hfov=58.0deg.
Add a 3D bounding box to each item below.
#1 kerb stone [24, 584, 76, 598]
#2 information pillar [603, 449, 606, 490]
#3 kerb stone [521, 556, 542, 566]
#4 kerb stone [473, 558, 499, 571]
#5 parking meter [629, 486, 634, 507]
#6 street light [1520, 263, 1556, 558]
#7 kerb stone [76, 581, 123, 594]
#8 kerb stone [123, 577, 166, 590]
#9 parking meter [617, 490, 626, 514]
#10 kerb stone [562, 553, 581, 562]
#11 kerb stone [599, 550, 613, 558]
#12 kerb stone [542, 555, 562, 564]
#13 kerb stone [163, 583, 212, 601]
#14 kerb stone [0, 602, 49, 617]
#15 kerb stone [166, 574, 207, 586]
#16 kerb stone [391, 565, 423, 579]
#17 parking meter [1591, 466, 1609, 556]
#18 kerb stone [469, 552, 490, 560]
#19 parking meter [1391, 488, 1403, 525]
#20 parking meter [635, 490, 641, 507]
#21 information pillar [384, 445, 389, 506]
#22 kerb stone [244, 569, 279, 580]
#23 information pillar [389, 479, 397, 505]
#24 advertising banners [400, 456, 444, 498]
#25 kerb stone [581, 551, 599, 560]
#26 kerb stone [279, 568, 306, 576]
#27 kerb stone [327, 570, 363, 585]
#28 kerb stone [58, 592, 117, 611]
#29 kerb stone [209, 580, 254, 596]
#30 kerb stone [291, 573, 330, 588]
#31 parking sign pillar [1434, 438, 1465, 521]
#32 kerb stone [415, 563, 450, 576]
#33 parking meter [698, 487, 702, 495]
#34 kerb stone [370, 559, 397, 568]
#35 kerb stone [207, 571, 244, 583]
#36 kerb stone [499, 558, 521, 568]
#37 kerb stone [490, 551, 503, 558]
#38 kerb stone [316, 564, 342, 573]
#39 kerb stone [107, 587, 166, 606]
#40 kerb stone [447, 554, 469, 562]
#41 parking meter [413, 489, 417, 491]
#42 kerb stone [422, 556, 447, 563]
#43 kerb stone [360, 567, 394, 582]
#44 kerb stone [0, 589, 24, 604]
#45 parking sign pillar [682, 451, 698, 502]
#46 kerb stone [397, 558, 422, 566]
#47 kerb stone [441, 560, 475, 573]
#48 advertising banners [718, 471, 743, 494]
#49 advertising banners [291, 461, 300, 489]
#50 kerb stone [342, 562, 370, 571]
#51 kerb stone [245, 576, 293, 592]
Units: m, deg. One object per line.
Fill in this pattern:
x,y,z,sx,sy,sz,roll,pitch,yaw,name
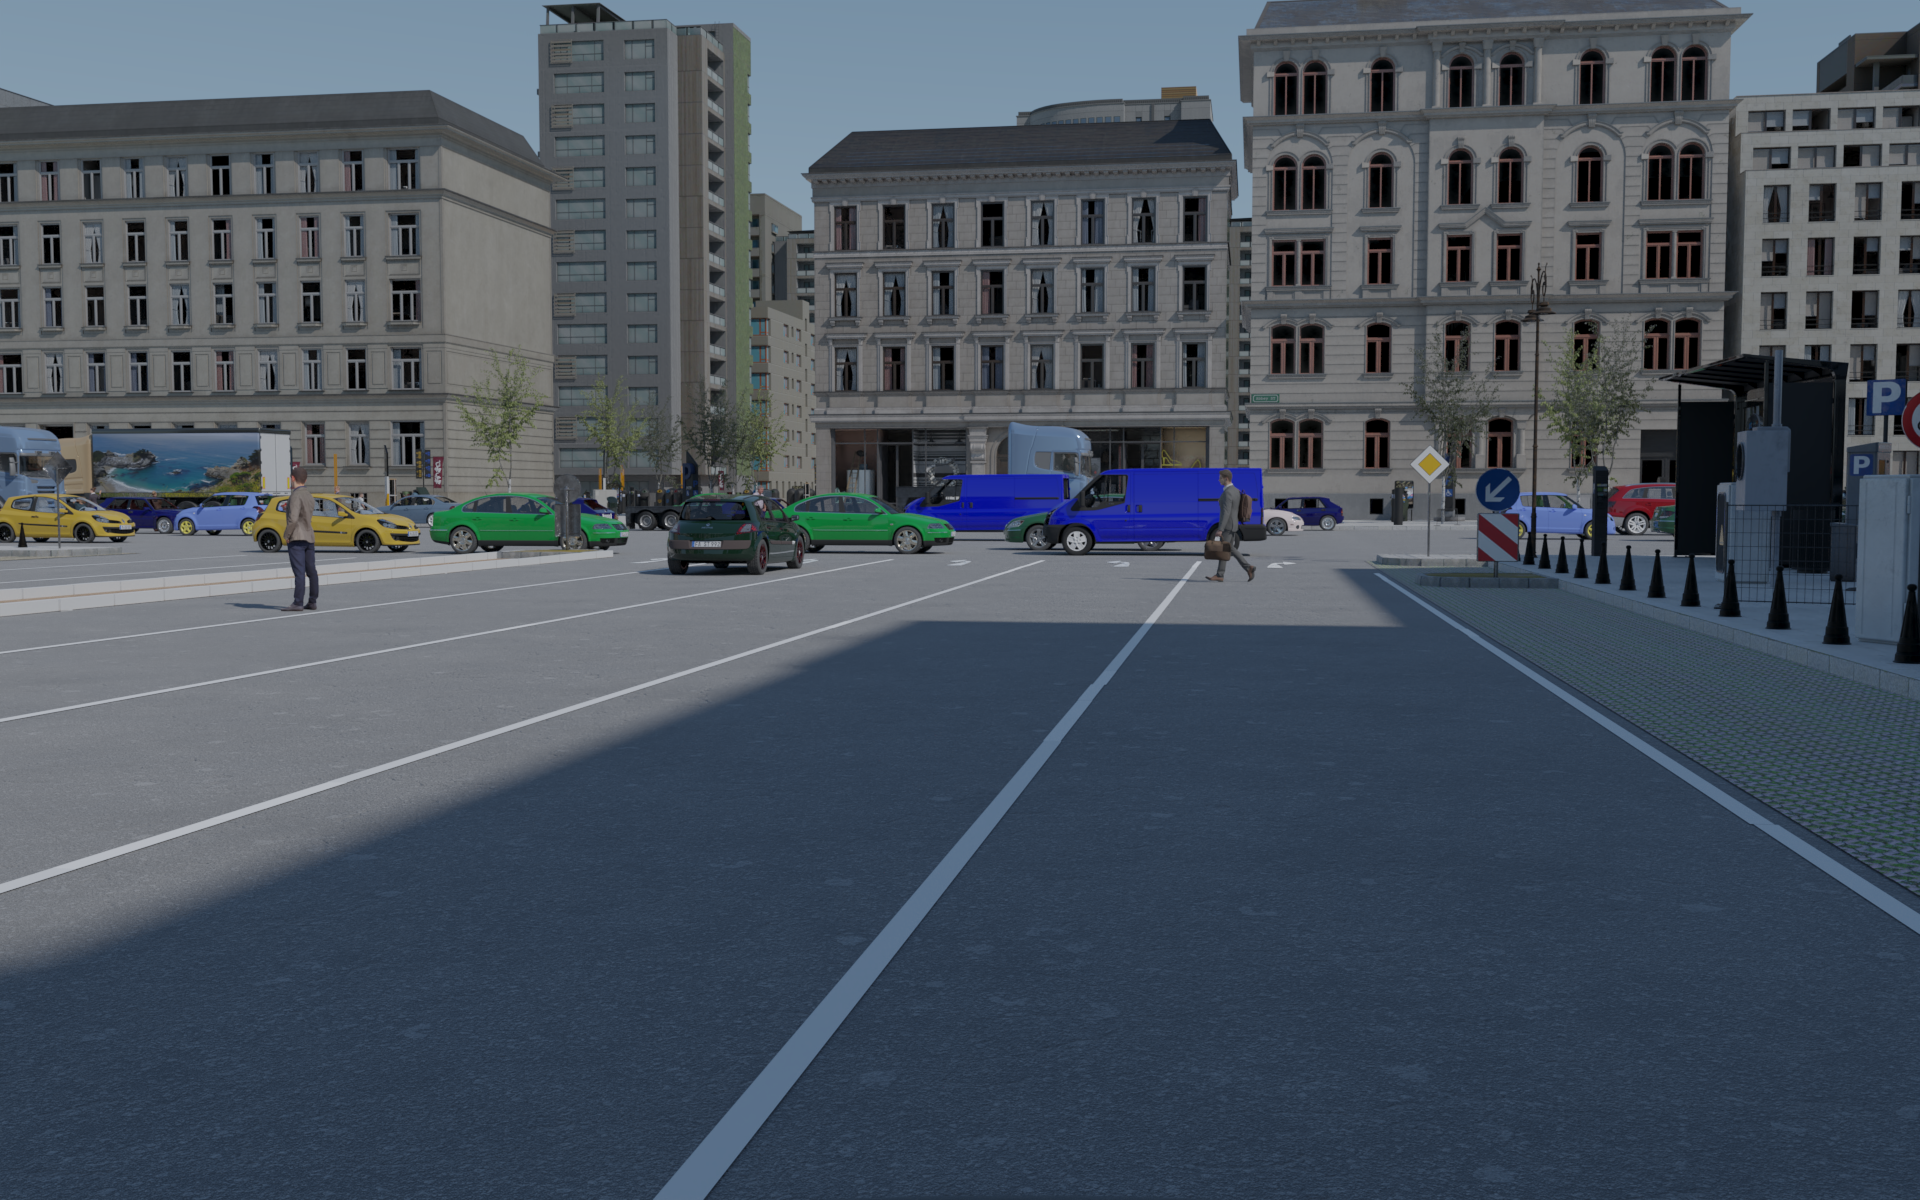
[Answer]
-12.695,-0.108,24.026,0.120,0.150,1.000,1,4,10,kerb stone
-18.440,-6.025,89.856,0.183,3.616,0.504,0,4,-7,information pillar
-8.720,-0.767,34.858,0.120,0.150,1.000,1,4,10,kerb stone
-9.067,-0.651,32.832,0.120,0.150,1.000,1,4,10,kerb stone
-23.661,-7.285,124.820,0.255,1.863,0.399,-2,4,-26,parking meter
11.552,-3.789,34.738,0.468,5.910,1.993,1,4,10,street light
-12.520,-0.174,25.038,0.120,0.150,1.000,1,4,10,kerb stone
-12.351,-0.232,26.058,0.120,0.150,1.000,1,4,10,kerb stone
-22.265,-6.481,114.375,0.372,1.533,0.369,0,3,0,parking meter
-8.373,-0.898,36.884,0.120,0.150,1.000,1,4,10,kerb stone
-8.034,-1.022,38.910,0.120,0.150,1.000,1,4,10,kerb stone
-8.545,-0.832,35.871,0.120,0.150,1.000,1,4,10,kerb stone
-10.617,-0.091,23.680,0.120,0.150,1.000,1,4,10,kerb stone
-11.136,0.095,20.637,0.120,0.150,1.000,1,4,10,kerb stone
-12.169,-0.298,27.069,0.120,0.150,1.000,1,4,10,kerb stone
-9.577,-0.465,29.792,0.120,0.150,1.000,1,4,10,kerb stone
13.222,-1.839,35.783,0.255,1.863,0.399,1,4,10,parking meter
-10.444,-0.921,37.259,0.120,0.150,1.000,1,4,10,kerb stone
19.822,-4.304,78.789,0.372,1.533,0.369,0,3,0,parking meter
-20.856,-6.340,112.069,0.372,1.533,0.369,0,3,0,parking meter
-27.222,-5.559,82.237,0.183,3.616,0.504,-2,4,-31,information pillar
-11.818,-0.417,29.094,0.120,0.150,1.000,1,4,10,kerb stone
-27.420,-4.848,83.763,0.304,2.012,0.304,0,4,-3,information pillar
-24.940,-5.147,80.345,2.074,3.025,0.090,0,4,2,advertising banners
-8.210,-0.960,37.898,0.120,0.150,1.000,1,4,10,kerb stone
-11.646,-0.483,30.122,0.120,0.150,1.000,1,4,10,kerb stone
-9.924,-0.340,27.761,0.120,0.150,1.000,1,4,10,kerb stone
-10.957,0.033,21.653,0.120,0.150,1.000,1,4,10,kerb stone
-10.447,-0.151,24.703,0.120,0.150,1.000,1,4,10,kerb stone
-10.095,-0.274,26.749,0.120,0.150,1.000,1,4,10,kerb stone
23.251,-5.732,82.182,1.447,3.967,1.447,1,4,20,parking sign pillar
-9.404,-0.524,30.805,0.120,0.150,1.000,1,4,10,kerb stone
-20.569,-8.036,137.091,0.255,1.863,0.399,1,4,17,parking meter
-11.132,-0.665,33.189,0.120,0.150,1.000,1,4,10,kerb stone
-11.999,-0.357,28.083,0.120,0.150,1.000,1,4,10,kerb stone
-8.894,-0.713,33.845,0.120,0.150,1.000,1,4,10,kerb stone
-10.266,-0.983,38.280,0.120,0.150,1.000,1,4,10,kerb stone
-11.471,-0.546,31.143,0.120,0.150,1.000,1,4,10,kerb stone
-10.788,-0.029,22.667,0.120,0.150,1.000,1,4,10,kerb stone
-10.611,-0.855,36.241,0.120,0.150,1.000,1,4,10,kerb stone
-38.230,-6.967,122.328,0.372,1.533,0.369,0,3,0,parking meter
-10.781,-0.795,35.227,0.120,0.150,1.000,1,4,10,kerb stone
-9.754,-0.403,28.780,0.120,0.150,1.000,1,4,10,kerb stone
-12.866,-0.049,23.004,0.120,0.150,1.000,1,4,10,kerb stone
-16.902,-7.347,108.595,1.447,3.967,1.447,-3,4,-38,parking sign pillar
-10.960,-0.734,34.202,0.120,0.150,1.000,1,4,10,kerb stone
-9.243,-0.588,31.820,0.120,0.150,1.000,1,4,10,kerb stone
-17.106,-8.116,128.882,2.074,3.025,0.090,2,4,23,advertising banners
-36.331,-5.897,92.599,2.074,3.025,0.090,-2,4,-27,advertising banners
-11.311,-0.608,32.166,0.120,0.150,1.000,1,4,10,kerb stone
-10.273,-0.216,25.731,0.120,0.150,1.000,1,4,10,kerb stone
